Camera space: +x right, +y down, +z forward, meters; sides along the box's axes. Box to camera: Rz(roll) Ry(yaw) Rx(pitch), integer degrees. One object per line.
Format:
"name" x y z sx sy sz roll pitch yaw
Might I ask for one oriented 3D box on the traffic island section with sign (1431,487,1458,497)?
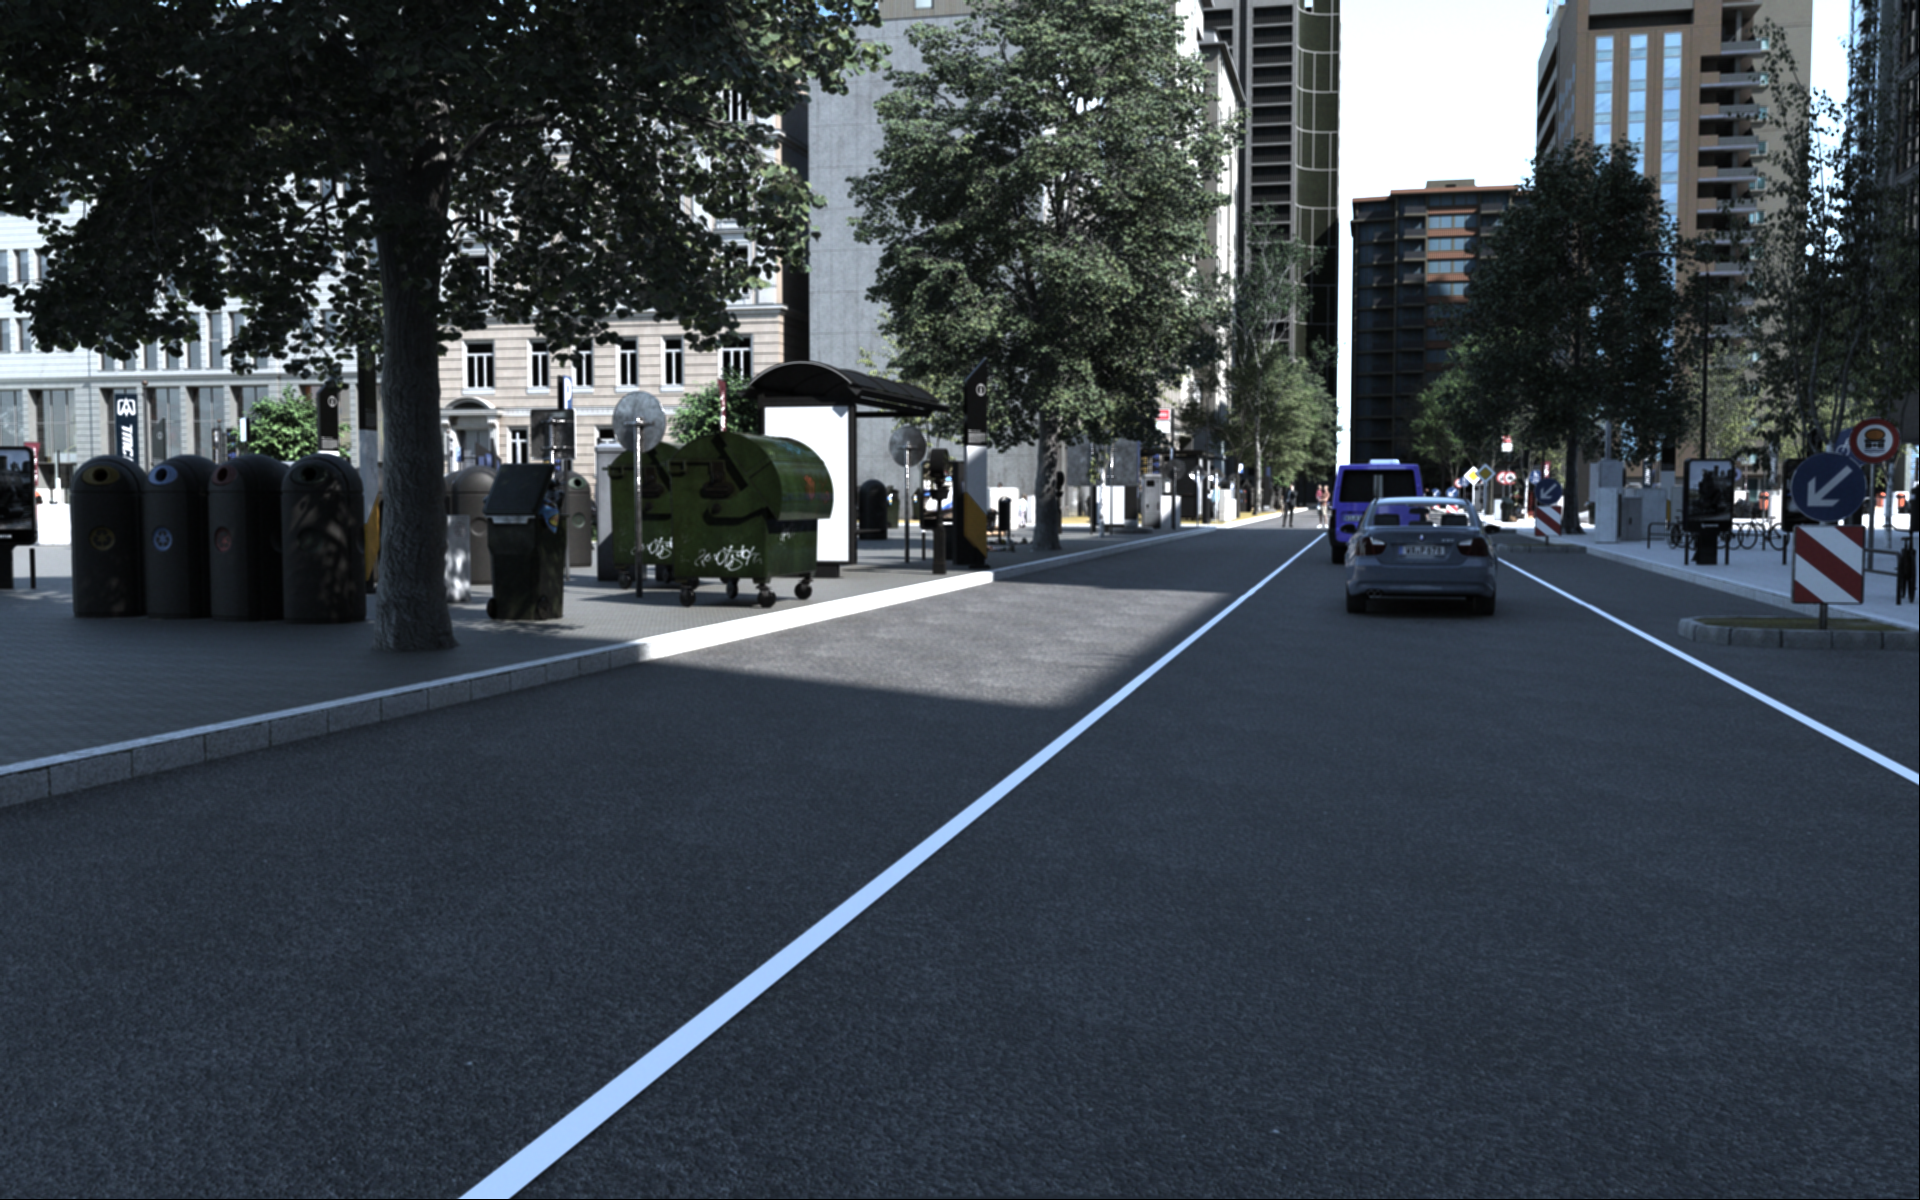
"traffic island section with sign" 27.229 -5.365 96.344 1.989 1.847 2.006 1 4 13

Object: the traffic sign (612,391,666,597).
"traffic sign" -3.990 -1.306 21.462 0.768 2.556 0.104 1 4 21

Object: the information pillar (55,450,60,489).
"information pillar" -47.666 -6.126 91.507 0.183 3.616 0.504 -3 5 -45

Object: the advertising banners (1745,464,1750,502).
"advertising banners" 46.569 -6.501 102.472 0.090 3.025 2.074 2 4 31

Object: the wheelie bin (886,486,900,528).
"wheelie bin" -2.617 -3.479 64.791 0.693 1.594 0.980 -1 4 -20

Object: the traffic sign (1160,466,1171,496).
"traffic sign" 9.114 -4.789 78.301 0.884 2.594 0.081 1 4 18

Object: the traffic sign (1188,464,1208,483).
"traffic sign" 9.200 -3.969 67.081 0.795 2.593 0.064 1 4 13

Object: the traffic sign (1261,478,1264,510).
"traffic sign" 23.890 -8.317 136.093 0.768 2.556 0.104 1 4 16

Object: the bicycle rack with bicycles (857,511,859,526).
"bicycle rack with bicycles" -4.718 -3.467 70.065 2.852 0.926 2.925 -3 4 -36

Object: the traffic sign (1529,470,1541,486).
"traffic sign" 30.592 -5.622 92.021 0.768 2.556 0.104 1 4 21

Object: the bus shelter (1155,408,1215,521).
"bus shelter" 10.827 -6.494 83.816 2.179 5.291 8.768 1 4 14

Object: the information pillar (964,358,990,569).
"information pillar" 0.276 -2.347 29.725 0.504 3.616 0.183 -3 5 -42

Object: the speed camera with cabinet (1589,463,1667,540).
"speed camera with cabinet" 18.668 -3.305 48.373 2.038 3.252 0.660 0 4 -8

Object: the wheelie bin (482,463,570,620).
"wheelie bin" -4.467 -0.606 17.818 0.980 1.594 0.693 1 4 19

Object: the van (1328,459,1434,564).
"van" 9.011 -2.004 37.152 2.240 2.365 5.245 1 4 15

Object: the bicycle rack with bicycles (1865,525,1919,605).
"bicycle rack with bicycles" 12.106 -0.455 20.814 2.852 0.926 2.925 1 4 15

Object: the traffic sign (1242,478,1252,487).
"traffic sign" 22.820 -8.424 137.732 0.884 2.594 0.081 1 4 14

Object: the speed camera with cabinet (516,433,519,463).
"speed camera with cabinet" -14.609 -3.718 55.127 2.038 3.252 0.660 -3 5 -41

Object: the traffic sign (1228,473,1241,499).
"traffic sign" 16.855 -6.504 106.448 0.768 2.556 0.104 1 4 17

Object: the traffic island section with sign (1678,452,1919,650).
"traffic island section with sign" 8.220 -0.514 17.035 1.989 1.847 2.006 1 4 13

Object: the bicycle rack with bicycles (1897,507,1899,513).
"bicycle rack with bicycles" 63.570 -6.243 115.449 2.925 0.926 2.852 1 4 13

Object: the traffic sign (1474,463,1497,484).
"traffic sign" 19.597 -3.816 64.579 0.795 2.593 0.064 1 4 13

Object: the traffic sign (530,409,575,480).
"traffic sign" -4.911 -1.148 20.892 0.606 2.300 0.079 1 4 18

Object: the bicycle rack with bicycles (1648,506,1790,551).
"bicycle rack with bicycles" 17.383 -1.648 40.330 2.852 0.926 2.925 -1 4 -11

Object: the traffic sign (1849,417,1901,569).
"traffic sign" 15.225 -1.761 28.896 0.768 2.556 0.104 1 4 18

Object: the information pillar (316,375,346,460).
"information pillar" -12.171 -2.573 33.418 0.183 3.616 0.504 2 4 24

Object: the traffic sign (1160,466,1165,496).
"traffic sign" 9.168 -4.809 78.732 0.768 2.556 0.104 1 4 15

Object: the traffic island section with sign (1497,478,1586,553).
"traffic island section with sign" 14.497 -2.118 43.252 1.989 1.847 2.006 1 4 13

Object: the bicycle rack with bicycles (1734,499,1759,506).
"bicycle rack with bicycles" 53.199 -6.333 116.920 2.925 0.926 2.852 -1 4 -11

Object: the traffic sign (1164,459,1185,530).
"traffic sign" 7.741 -3.818 62.527 0.768 2.556 0.104 1 4 16

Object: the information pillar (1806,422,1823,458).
"information pillar" 27.453 -3.935 55.685 0.504 3.616 0.183 1 4 10

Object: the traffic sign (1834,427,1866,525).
"traffic sign" 17.065 -2.021 33.155 0.768 2.556 0.104 1 4 19

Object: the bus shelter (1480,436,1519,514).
"bus shelter" 35.656 -8.387 114.767 2.179 5.291 8.768 1 4 14

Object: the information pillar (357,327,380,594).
"information pillar" -7.664 -1.901 22.429 0.183 3.616 0.504 0 4 0

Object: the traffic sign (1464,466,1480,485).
"traffic sign" 21.457 -4.291 72.345 0.795 2.593 0.064 1 4 13

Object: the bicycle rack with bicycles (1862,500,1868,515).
"bicycle rack with bicycles" 53.606 -5.577 104.562 2.925 0.926 2.852 -3 5 -40

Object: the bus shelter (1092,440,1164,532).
"bus shelter" 5.830 -4.104 61.016 2.014 3.302 5.546 1 4 14

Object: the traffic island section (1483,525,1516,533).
"traffic island section" 19.621 -2.592 64.656 2.009 0.180 2.903 1 4 13

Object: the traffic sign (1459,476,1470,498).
"traffic sign" 36.354 -7.631 124.870 0.768 2.556 0.104 1 4 22

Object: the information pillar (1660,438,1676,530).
"information pillar" 25.209 -4.299 61.641 0.504 3.616 0.183 2 4 23

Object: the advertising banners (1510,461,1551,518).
"advertising banners" 29.961 -5.794 90.919 2.074 3.025 0.090 0 4 4

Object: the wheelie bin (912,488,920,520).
"wheelie bin" -1.962 -4.721 85.104 0.693 1.594 0.980 1 4 16

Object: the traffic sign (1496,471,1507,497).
"traffic sign" 29.966 -5.836 95.528 0.768 2.556 0.104 1 4 15

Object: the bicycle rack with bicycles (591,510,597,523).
"bicycle rack with bicycles" -12.618 -2.692 57.400 2.925 0.926 2.852 1 4 15

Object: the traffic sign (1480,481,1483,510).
"traffic sign" 41.829 -8.475 138.570 0.884 2.594 0.081 1 4 15

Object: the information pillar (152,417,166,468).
"information pillar" -24.493 -3.773 53.048 0.504 3.616 0.183 1 4 22

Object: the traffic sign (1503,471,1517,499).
"traffic sign" 30.213 -5.811 95.115 0.768 2.556 0.104 1 4 22

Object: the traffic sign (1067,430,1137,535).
"traffic sign" 4.470 -3.721 54.717 2.265 3.308 0.079 1 4 18

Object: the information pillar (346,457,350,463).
"information pillar" -31.265 -5.923 88.203 0.183 3.616 0.504 2 4 32

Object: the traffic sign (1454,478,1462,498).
"traffic sign" 40.163 -8.516 139.335 0.768 2.556 0.104 1 4 16

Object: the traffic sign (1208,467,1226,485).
"traffic sign" 11.061 -4.444 74.848 0.795 2.593 0.064 1 4 13

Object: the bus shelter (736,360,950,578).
"bus shelter" -1.802 -2.142 28.941 2.014 3.302 5.546 1 4 13

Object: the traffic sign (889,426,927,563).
"traffic sign" -0.991 -1.970 32.321 0.768 2.556 0.104 1 4 23
